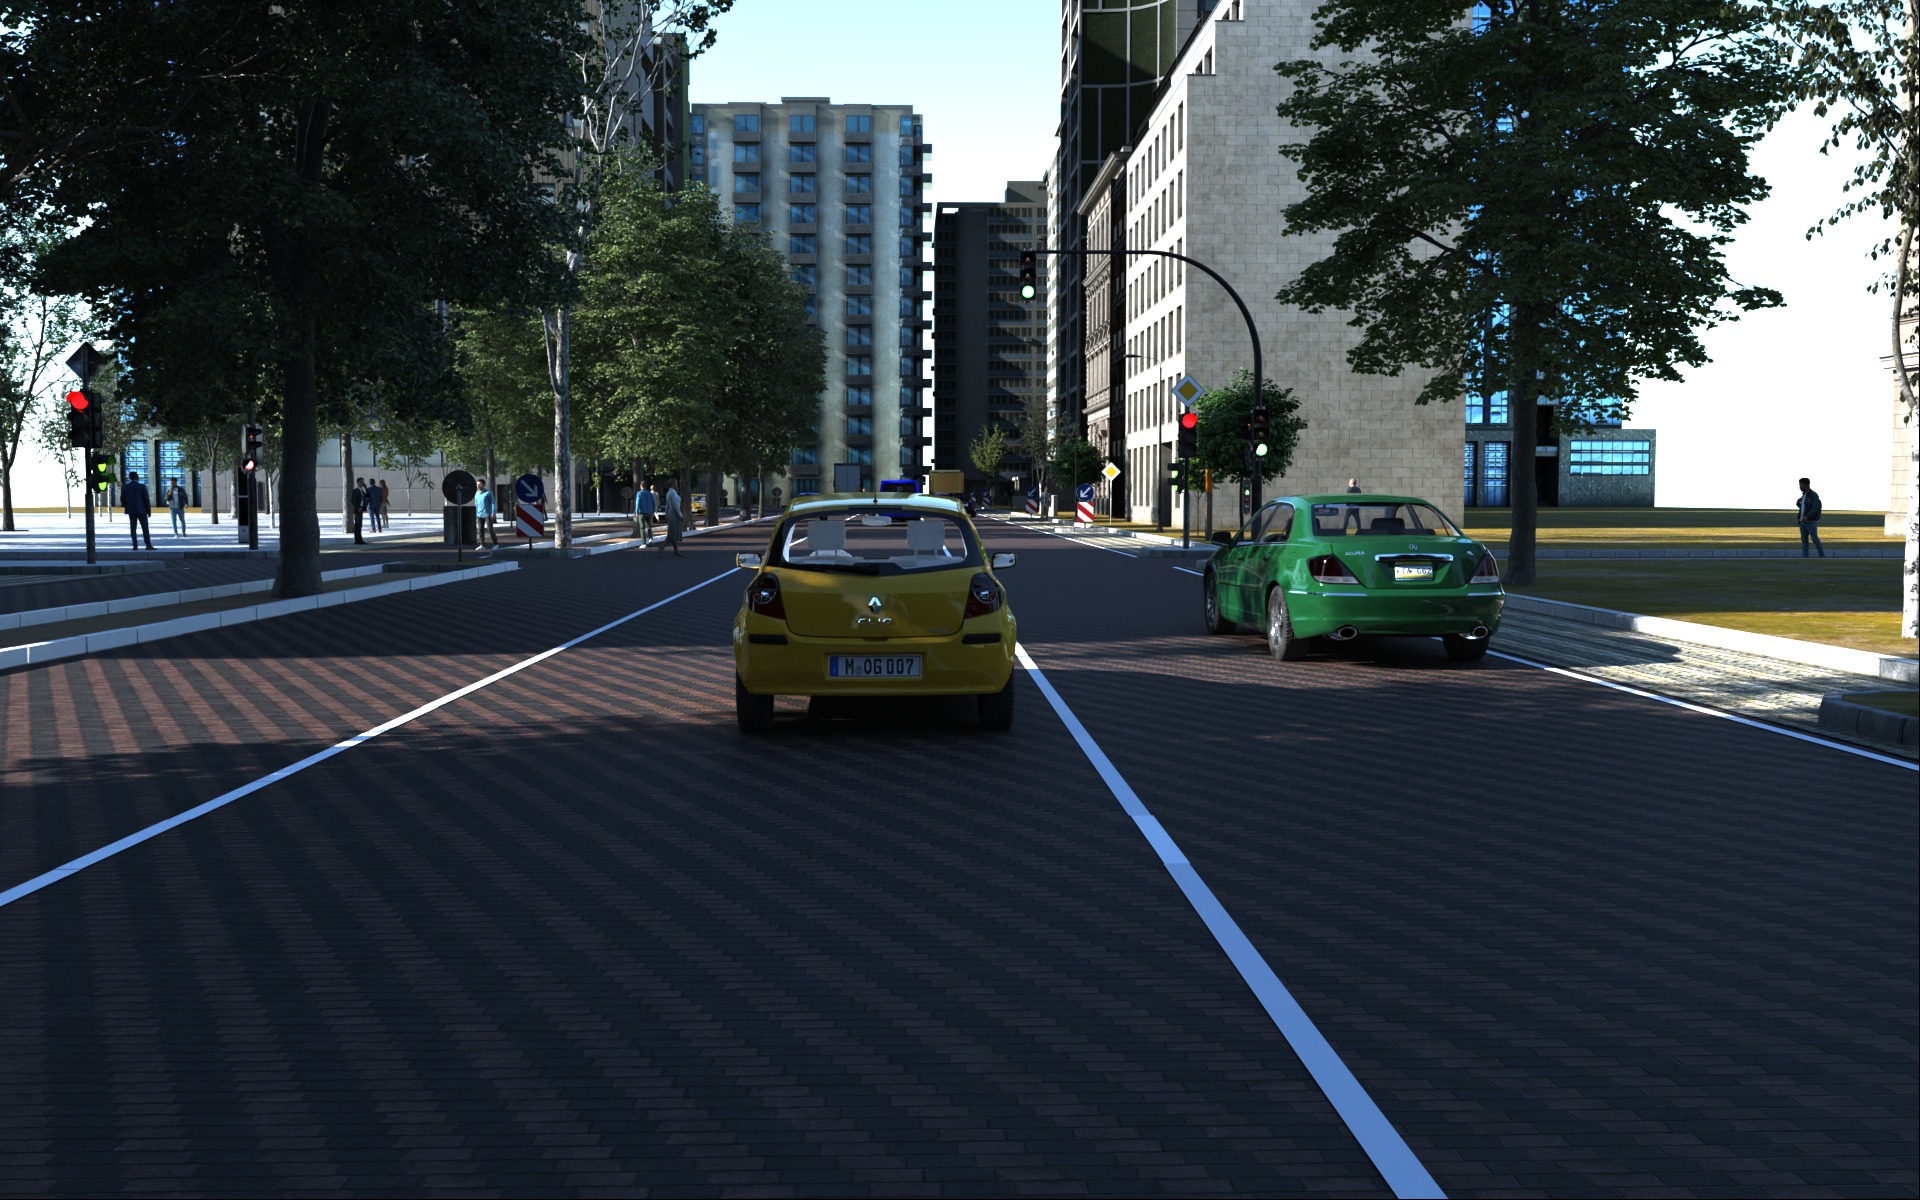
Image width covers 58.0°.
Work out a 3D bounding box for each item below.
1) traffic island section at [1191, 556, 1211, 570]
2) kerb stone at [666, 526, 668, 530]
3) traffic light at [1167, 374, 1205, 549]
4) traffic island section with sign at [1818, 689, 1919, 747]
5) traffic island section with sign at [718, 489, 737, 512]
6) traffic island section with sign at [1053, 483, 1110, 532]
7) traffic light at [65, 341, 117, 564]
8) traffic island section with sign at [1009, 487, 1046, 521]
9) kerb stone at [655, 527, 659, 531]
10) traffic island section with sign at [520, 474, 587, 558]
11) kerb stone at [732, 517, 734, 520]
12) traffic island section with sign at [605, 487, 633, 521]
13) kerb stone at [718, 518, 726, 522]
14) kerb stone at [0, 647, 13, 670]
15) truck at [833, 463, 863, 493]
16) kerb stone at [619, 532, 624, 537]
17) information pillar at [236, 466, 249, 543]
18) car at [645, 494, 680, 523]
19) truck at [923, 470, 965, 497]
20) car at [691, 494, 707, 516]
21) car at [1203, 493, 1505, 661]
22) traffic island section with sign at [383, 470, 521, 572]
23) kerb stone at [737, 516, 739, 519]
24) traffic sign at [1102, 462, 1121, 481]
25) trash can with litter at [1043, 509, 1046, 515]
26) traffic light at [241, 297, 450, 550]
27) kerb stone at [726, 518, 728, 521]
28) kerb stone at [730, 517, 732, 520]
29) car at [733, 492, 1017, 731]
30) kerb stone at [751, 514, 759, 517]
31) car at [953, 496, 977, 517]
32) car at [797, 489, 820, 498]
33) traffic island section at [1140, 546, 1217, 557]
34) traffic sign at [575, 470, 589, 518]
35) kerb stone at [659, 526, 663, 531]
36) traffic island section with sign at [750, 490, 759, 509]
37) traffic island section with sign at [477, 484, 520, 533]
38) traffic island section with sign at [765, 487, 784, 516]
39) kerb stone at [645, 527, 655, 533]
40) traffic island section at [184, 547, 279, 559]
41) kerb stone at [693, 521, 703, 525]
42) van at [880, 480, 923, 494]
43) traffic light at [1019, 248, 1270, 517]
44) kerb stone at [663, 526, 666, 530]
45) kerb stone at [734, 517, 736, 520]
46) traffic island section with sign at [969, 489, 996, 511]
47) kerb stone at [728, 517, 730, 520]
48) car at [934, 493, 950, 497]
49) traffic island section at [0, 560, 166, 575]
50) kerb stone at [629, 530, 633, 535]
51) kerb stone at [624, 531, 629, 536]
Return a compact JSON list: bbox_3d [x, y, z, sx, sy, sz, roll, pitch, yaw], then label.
[{"bbox_3d":[5.589,-0.634,32.642,2.009,0.180,2.903,0,4,-2],"label":"traffic island section"},{"bbox_3d":[-11.750,-2.852,68.828,0.120,0.150,1.000,0,4,-2],"label":"kerb stone"},{"bbox_3d":[5.289,-3.155,40.508,0.839,4.253,0.868,0,4,-2],"label":"traffic light"},{"bbox_3d":[6.320,-0.101,10.273,1.989,1.847,2.006,0,4,-2],"label":"traffic island section with sign"},{"bbox_3d":[-19.289,-8.135,141.643,1.989,1.847,2.006,0,4,-2],"label":"traffic island section with sign"},{"bbox_3d":[4.532,-3.461,65.209,1.989,1.847,2.006,0,4,-2],"label":"traffic island section with sign"},{"bbox_3d":[-16.000,-2.623,31.812,0.839,4.253,0.868,0,4,-2],"label":"traffic light"},{"bbox_3d":[3.649,-5.128,92.474,1.989,1.847,2.006,0,4,-2],"label":"traffic island section with sign"},{"bbox_3d":[-11.641,-2.663,65.752,0.120,0.150,1.000,0,4,-2],"label":"kerb stone"},{"bbox_3d":[-9.744,-1.936,39.795,2.006,1.907,1.989,0,4,-2],"label":"traffic island section with sign"},{"bbox_3d":[-12.580,-4.416,94.410,0.120,0.150,1.000,0,4,-2],"label":"kerb stone"},{"bbox_3d":[-17.667,-5.092,91.885,1.989,1.847,2.006,0,4,-2],"label":"traffic island section with sign"},{"bbox_3d":[-12.458,-4.167,90.319,0.120,0.150,1.000,0,4,-2],"label":"kerb stone"},{"bbox_3d":[-7.876,0.500,14.045,0.120,0.150,1.000,0,4,-2],"label":"kerb stone"},{"bbox_3d":[-10.512,-10.611,162.408,2.839,4.237,11.283,0,4,-4],"label":"truck"},{"bbox_3d":[-11.382,-2.161,57.535,0.120,0.150,1.000,0,4,-2],"label":"kerb stone"},{"bbox_3d":[-18.613,-2.482,45.075,0.304,2.012,0.304,-1,4,-8],"label":"information pillar"},{"bbox_3d":[-14.588,-4.654,85.872,2.009,1.686,4.222,0,4,-1],"label":"car"},{"bbox_3d":[-1.163,-8.674,137.745,3.469,3.379,9.791,0,4,-2],"label":"truck"},{"bbox_3d":[-15.802,-5.734,103.980,2.015,1.641,3.980,0,4,-2],"label":"car"},{"bbox_3d":[3.540,-0.278,16.338,2.131,1.459,4.920,0,4,-3],"label":"car"},{"bbox_3d":[-9.513,-1.483,32.391,2.006,1.907,1.989,0,4,-2],"label":"traffic island section with sign"},{"bbox_3d":[-12.693,-4.604,97.478,0.120,0.150,1.000,0,4,-2],"label":"kerb stone"},{"bbox_3d":[6.236,-4.376,71.274,0.795,2.593,0.064,0,4,6],"label":"traffic sign"},{"bbox_3d":[5.256,-5.744,105.294,0.624,1.170,1.055,1,4,13],"label":"trash can with litter"},{"bbox_3d":[-14.172,-3.989,39.896,4.771,5.953,1.251,0,4,-2],"label":"traffic light"},{"bbox_3d":[-12.489,-4.229,91.343,0.120,0.150,1.000,0,4,-2],"label":"kerb stone"},{"bbox_3d":[-12.548,-4.349,93.387,0.120,0.150,1.000,0,4,-2],"label":"kerb stone"},{"bbox_3d":[-0.574,-0.105,11.934,2.015,1.641,3.980,0,4,-2],"label":"car"},{"bbox_3d":[-13.121,-5.418,110.776,0.120,0.150,1.000,0,4,-2],"label":"kerb stone"},{"bbox_3d":[0.095,-5.832,107.928,1.945,1.354,3.894,0,4,-1],"label":"car"},{"bbox_3d":[-8.108,-5.167,94.066,1.945,1.707,3.694,0,3,0],"label":"car"},{"bbox_3d":[5.330,-1.122,40.623,2.009,0.180,2.903,0,4,-2],"label":"traffic island section"},{"bbox_3d":[-19.921,-5.580,91.334,0.768,2.556,0.104,0,4,5],"label":"traffic sign"},{"bbox_3d":[-11.685,-2.726,66.773,0.120,0.150,1.000,0,4,-2],"label":"kerb stone"},{"bbox_3d":[-20.171,-9.796,168.796,1.989,1.847,2.006,0,4,-2],"label":"traffic island section with sign"},{"bbox_3d":[-16.778,-3.419,64.528,1.989,1.847,2.006,0,4,-2],"label":"traffic island section with sign"},{"bbox_3d":[-12.196,-6.530,114.894,2.006,1.907,1.989,0,4,-2],"label":"traffic island section with sign"},{"bbox_3d":[-11.613,-2.595,64.716,0.120,0.150,1.000,0,4,-2],"label":"kerb stone"},{"bbox_3d":[-16.300,-1.079,39.927,2.009,0.180,2.903,0,4,-2],"label":"traffic island section"},{"bbox_3d":[-12.121,-3.541,80.090,0.120,0.150,1.000,0,4,-2],"label":"kerb stone"},{"bbox_3d":[-2.759,-4.543,78.654,2.240,2.365,5.245,0,4,-2],"label":"van"},{"bbox_3d":[3.461,-3.526,32.318,4.771,5.953,1.251,0,4,-2],"label":"traffic light"},{"bbox_3d":[-11.722,-2.785,67.795,0.120,0.150,1.000,0,4,-2],"label":"kerb stone"},{"bbox_3d":[-12.612,-4.479,95.432,0.120,0.150,1.000,0,4,-2],"label":"kerb stone"},{"bbox_3d":[1.997,-8.256,143.612,1.989,1.847,2.006,0,4,-2],"label":"traffic island section with sign"},{"bbox_3d":[-12.518,-4.291,92.365,0.120,0.150,1.000,0,4,-2],"label":"kerb stone"},{"bbox_3d":[-1.401,-7.273,128.502,1.945,1.707,3.694,0,4,-3],"label":"car"},{"bbox_3d":[-16.041,-0.591,31.946,2.009,0.180,2.903,0,4,-2],"label":"traffic island section"},{"bbox_3d":[-11.459,-2.277,59.588,0.120,0.150,1.000,0,4,-2],"label":"kerb stone"},{"bbox_3d":[-11.421,-2.224,58.560,0.120,0.150,1.000,0,4,-2],"label":"kerb stone"}]
